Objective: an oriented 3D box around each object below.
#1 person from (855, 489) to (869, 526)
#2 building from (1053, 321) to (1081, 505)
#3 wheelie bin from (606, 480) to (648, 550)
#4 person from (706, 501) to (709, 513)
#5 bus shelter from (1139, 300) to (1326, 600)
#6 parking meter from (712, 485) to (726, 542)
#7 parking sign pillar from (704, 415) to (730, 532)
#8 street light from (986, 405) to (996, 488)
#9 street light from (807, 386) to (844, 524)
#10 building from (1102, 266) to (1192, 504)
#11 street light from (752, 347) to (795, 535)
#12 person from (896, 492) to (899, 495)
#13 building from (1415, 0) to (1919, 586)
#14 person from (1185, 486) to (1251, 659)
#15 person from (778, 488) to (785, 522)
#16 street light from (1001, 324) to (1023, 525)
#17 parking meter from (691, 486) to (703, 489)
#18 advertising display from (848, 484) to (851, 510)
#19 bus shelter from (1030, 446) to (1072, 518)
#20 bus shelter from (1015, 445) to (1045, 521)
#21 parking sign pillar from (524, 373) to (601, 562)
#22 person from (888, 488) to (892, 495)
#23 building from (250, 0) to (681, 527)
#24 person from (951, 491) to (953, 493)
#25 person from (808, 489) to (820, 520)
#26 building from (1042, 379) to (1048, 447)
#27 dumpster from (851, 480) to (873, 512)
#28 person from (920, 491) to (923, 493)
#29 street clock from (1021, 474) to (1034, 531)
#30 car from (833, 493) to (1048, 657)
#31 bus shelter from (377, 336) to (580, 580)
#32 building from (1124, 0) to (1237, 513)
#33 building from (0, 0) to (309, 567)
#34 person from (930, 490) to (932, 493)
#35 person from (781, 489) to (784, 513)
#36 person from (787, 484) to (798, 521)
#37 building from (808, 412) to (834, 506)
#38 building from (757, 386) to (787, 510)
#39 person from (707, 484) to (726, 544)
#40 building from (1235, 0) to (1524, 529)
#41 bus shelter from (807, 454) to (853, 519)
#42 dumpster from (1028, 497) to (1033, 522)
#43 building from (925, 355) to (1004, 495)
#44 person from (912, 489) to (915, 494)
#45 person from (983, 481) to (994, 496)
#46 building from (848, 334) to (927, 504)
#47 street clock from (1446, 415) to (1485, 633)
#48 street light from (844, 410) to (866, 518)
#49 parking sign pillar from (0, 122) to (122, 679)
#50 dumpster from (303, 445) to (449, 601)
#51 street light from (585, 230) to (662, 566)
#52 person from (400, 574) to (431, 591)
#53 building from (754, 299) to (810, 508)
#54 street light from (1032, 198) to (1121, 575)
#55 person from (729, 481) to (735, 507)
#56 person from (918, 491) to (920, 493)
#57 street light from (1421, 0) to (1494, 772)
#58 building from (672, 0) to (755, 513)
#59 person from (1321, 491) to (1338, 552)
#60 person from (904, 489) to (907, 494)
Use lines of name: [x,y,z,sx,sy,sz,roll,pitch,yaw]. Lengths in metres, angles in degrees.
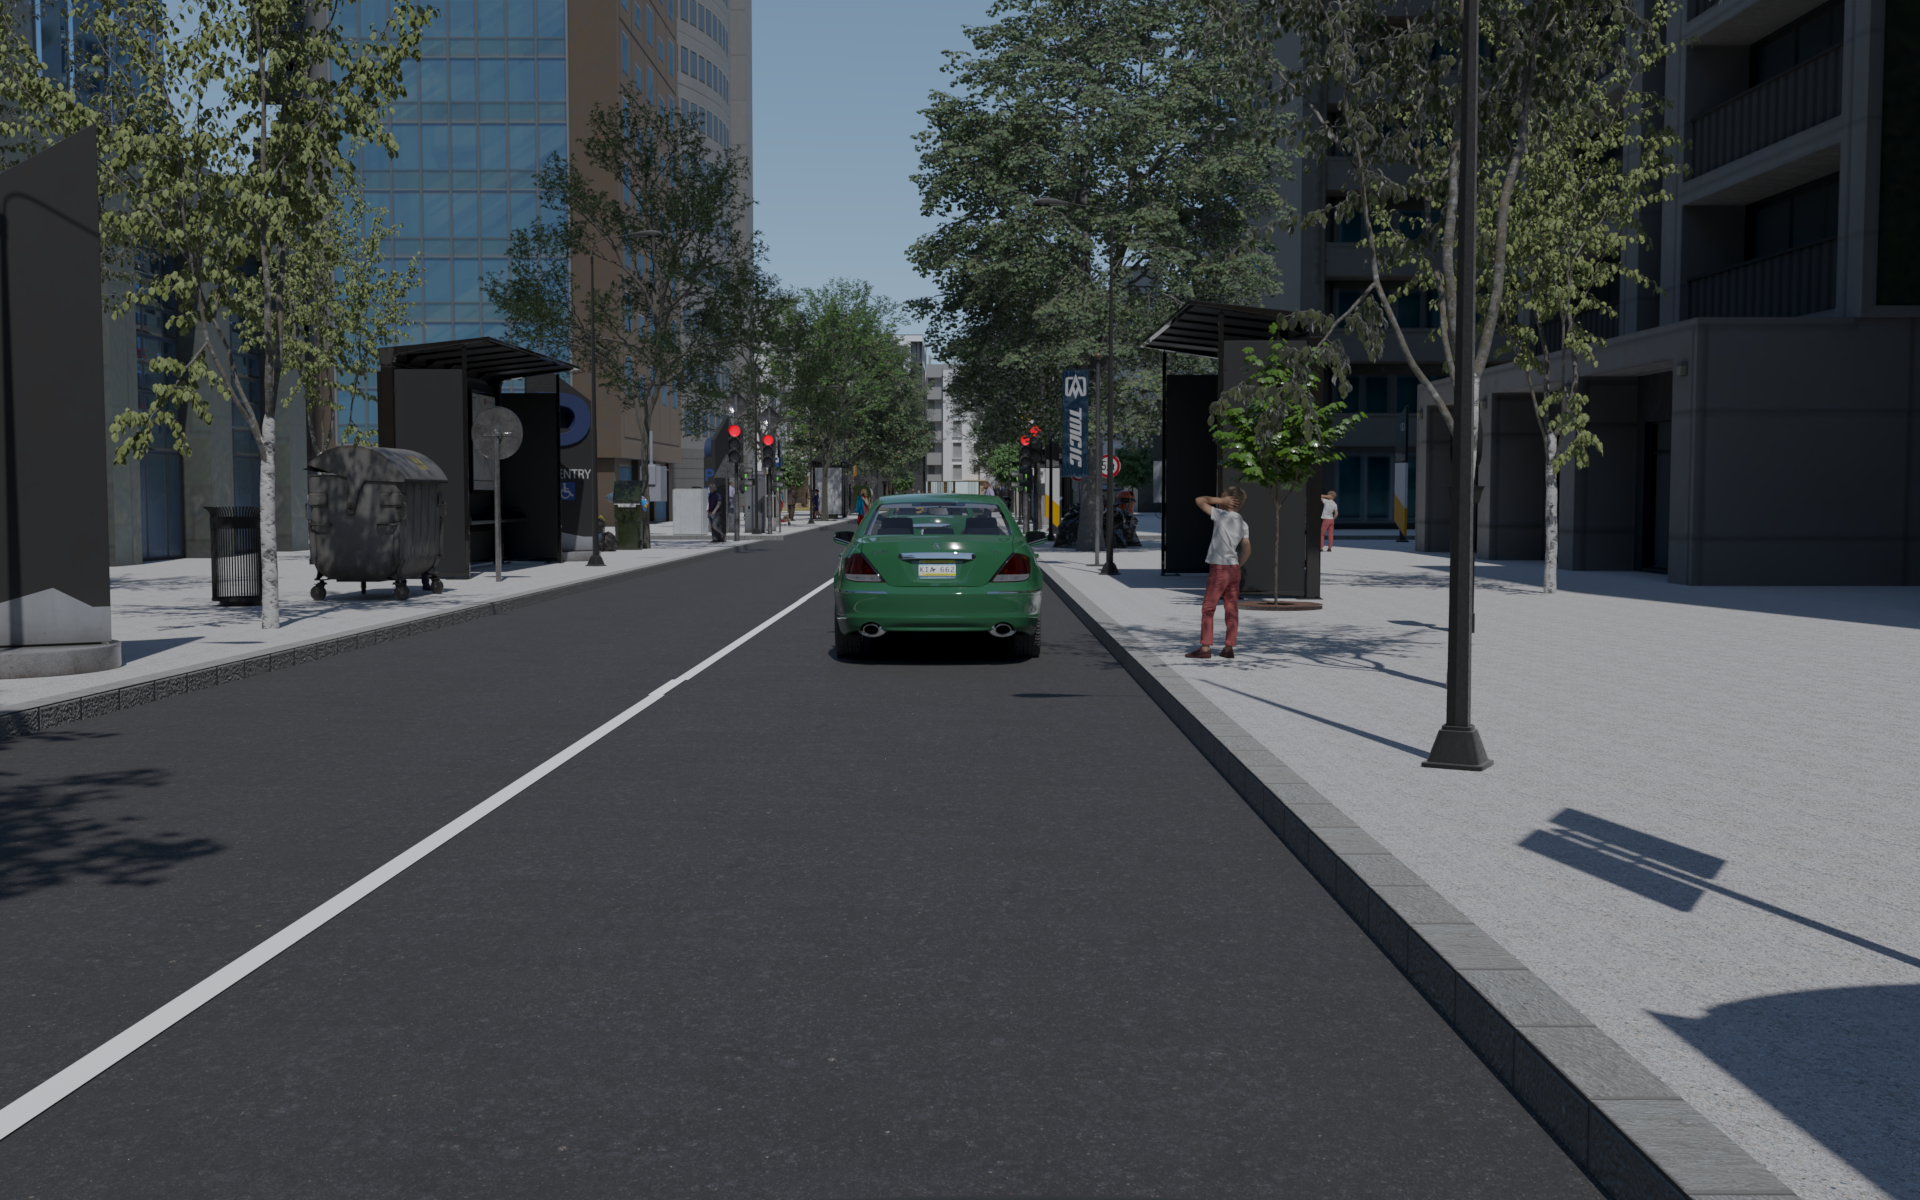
person: [-3.451,-3.092,60.760,0.444,1.614,0.593,-1,4,-11]
building: [18.693,-18.652,171.415,16.747,18.905,31.486,0,4,0]
wheelie bin: [-7.646,-1.954,39.852,0.980,1.594,0.693,0,4,-3]
person: [-7.023,-2.299,49.275,0.628,1.438,0.799,-2,4,-33]
bus shelter: [3.646,-2.006,24.080,1.731,3.624,6.357,0,4,0]
parking meter: [-6.414,-2.307,46.126,0.372,1.533,0.369,0,3,0]
parking sign pillar: [-8.241,-4.293,58.670,1.447,3.967,1.447,1,4,14]
street light: [1.929,-6.044,71.356,1.470,5.913,1.316,0,4,0]
street light: [-5.851,-6.219,74.217,1.470,5.913,1.316,0,4,0]
building: [19.201,-17.916,149.339,16.016,20.091,11.380,0,4,0]
street light: [-5.923,-5.035,54.862,1.470,5.913,1.316,0,4,0]
person: [-7.553,-12.209,205.739,0.705,1.814,1.350,2,4,26]
building: [20.409,-35.977,26.481,20.563,71.187,20.611,0,4,0]
person: [2.022,-0.221,13.563,0.435,1.345,0.340,-3,5,-39]
person: [-8.235,-4.299,78.200,0.662,1.594,0.647,-2,4,-31]
street light: [1.925,-4.549,46.917,1.470,5.913,1.316,0,4,0]
parking meter: [-8.597,-2.953,56.686,0.372,1.533,0.369,0,3,0]
advertising display: [-7.047,-6.428,110.312,0.123,1.923,0.974,0,4,-8]
bus shelter: [3.917,-4.945,74.767,2.014,3.302,5.546,0,3,0]
bus shelter: [3.679,-5.809,86.266,1.731,3.624,6.357,0,3,0]
parking sign pillar: [-7.675,-2.746,33.372,1.447,3.967,1.447,-2,4,-35]
person: [-6.111,-8.822,150.416,0.705,1.807,1.348,0,4,-7]
building: [-19.985,-25.860,72.919,14.600,45.320,14.200,0,4,0]
person: [-0.937,-11.606,198.388,1.348,1.807,0.705,-2,4,-33]
person: [-7.291,-4.785,86.654,0.546,1.535,0.453,-2,4,-25]
building: [23.362,-22.279,230.713,31.486,18.905,16.747,0,4,0]
dumpster: [-6.728,-7.055,117.845,1.502,2.255,1.985,0,4,0]
person: [-3.669,-9.931,171.694,0.721,1.723,1.217,1,4,19]
street clock: [2.162,-3.170,56.405,0.471,2.002,0.358,2,4,25]
car: [-0.194,-0.295,16.625,2.131,1.459,4.920,0,4,0]
bus shelter: [-7.868,-2.303,28.939,1.731,3.624,6.357,0,3,0]
building: [23.444,-48.906,112.286,22.319,86.520,31.000,0,4,0]
building: [-30.382,-43.615,25.772,31.000,86.520,22.319,0,4,0]
person: [-2.438,-8.617,149.829,0.683,1.767,0.568,1,4,10]
person: [-11.810,-6.536,114.605,0.444,1.614,0.593,1,4,12]
person: [-7.926,-4.621,82.286,0.565,1.739,0.600,2,4,25]
building: [-30.020,-19.810,190.353,31.486,18.905,16.747,0,4,0]
building: [-18.927,-12.438,145.506,9.099,9.664,28.070,0,4,0]
person: [-6.309,-2.242,44.909,0.471,1.553,0.569,-1,4,-10]
building: [22.561,-27.349,70.859,21.600,48.544,21.300,0,4,0]
bus shelter: [-6.750,-5.925,90.798,2.014,3.302,5.546,0,4,0]
dumpster: [3.875,-4.669,78.824,1.502,2.255,1.985,0,4,0]
building: [1.153,-22.842,229.892,11.380,20.091,16.016,0,4,0]
person: [-3.749,-7.972,138.920,0.705,1.814,1.350,-2,4,-28]
person: [0.758,-2.813,54.364,0.599,1.838,0.709,-1,4,-22]
building: [-21.016,-23.950,235.558,32.646,21.610,27.936,0,4,0]
street clock: [4.667,-0.700,16.014,0.358,2.002,0.471,0,4,7]
street light: [-5.765,-7.453,94.404,1.470,5.913,1.316,0,4,0]
parking sign pillar: [-6.914,-1.470,12.514,1.447,3.967,1.447,-2,4,-30]
dumpster: [-7.211,-0.959,21.440,1.264,1.857,1.865,0,4,0]
street light: [-5.944,-3.555,30.660,1.470,5.913,1.316,0,4,0]
person: [-7.333,-1.006,22.940,0.683,1.767,0.568,0,4,-7]
building: [-22.315,-18.879,165.084,16.016,20.091,11.380,0,4,0]
street light: [1.838,-3.353,27.366,1.470,5.913,1.316,0,4,0]
person: [-10.071,-4.321,76.553,0.709,1.838,0.599,2,4,27]
person: [-3.626,-8.844,153.830,1.217,1.736,0.721,1,4,10]
street light: [1.810,-2.169,8.012,1.470,5.913,1.316,0,4,0]
building: [-25.098,-34.592,107.574,21.231,58.520,28.212,0,4,0]
person: [8.130,-1.744,38.474,0.435,1.345,0.340,-2,4,-31]
person: [-6.059,-11.442,192.757,0.705,1.869,1.348,0,4,-8]
